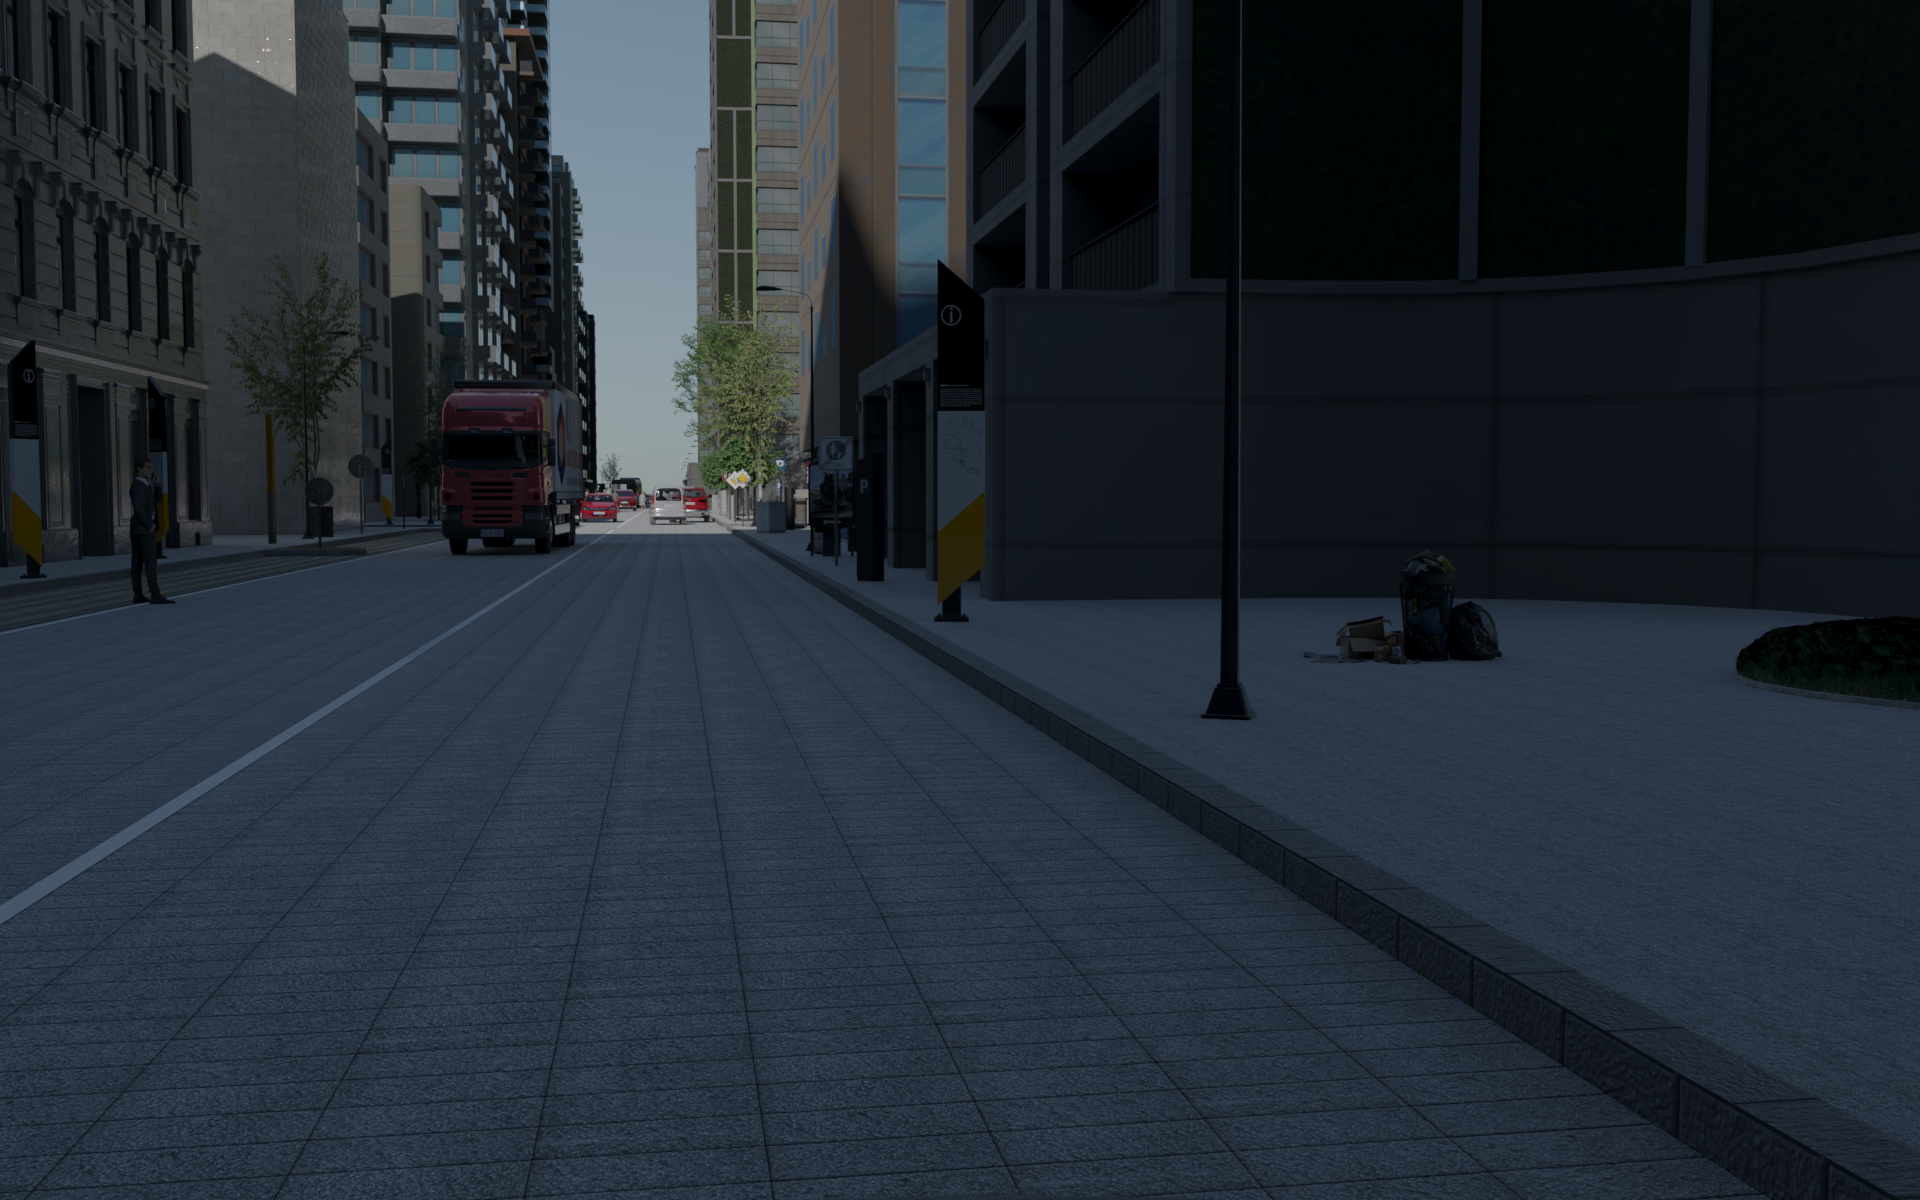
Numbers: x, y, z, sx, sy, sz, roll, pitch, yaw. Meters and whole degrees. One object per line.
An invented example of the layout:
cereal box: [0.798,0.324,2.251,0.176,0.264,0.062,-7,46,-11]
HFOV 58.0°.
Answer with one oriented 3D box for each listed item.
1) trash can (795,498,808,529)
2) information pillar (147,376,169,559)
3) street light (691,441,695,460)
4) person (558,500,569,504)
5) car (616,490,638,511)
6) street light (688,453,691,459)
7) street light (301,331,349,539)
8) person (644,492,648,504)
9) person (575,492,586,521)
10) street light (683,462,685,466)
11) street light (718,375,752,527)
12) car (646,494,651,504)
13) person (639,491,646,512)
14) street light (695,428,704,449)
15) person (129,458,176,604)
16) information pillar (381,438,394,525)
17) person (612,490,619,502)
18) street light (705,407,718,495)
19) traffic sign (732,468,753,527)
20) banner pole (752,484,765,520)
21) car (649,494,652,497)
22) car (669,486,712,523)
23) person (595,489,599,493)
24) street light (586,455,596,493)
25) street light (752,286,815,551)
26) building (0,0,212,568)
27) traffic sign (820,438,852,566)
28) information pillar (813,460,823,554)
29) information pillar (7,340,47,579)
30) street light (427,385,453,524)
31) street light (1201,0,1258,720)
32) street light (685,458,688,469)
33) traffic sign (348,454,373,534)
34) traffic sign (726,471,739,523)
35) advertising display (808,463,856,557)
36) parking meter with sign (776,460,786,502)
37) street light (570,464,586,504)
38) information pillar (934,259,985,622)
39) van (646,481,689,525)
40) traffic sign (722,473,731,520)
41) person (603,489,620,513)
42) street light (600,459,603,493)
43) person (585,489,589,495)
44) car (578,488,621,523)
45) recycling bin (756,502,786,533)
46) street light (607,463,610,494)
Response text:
trash can: [-5.996,-3.231,64.485,0.748,1.137,0.748,0,3,0]
information pillar: [-15.851,-2.622,34.228,0.504,3.616,0.183,2,4,35]
street light: [-22.312,-10.841,149.795,1.470,5.913,1.316,-1,4,-9]
person: [-17.856,-4.218,77.633,0.590,1.801,0.661,3,5,42]
car: [-28.121,-8.340,145.037,2.281,1.827,5.304,-1,4,-11]
street light: [-25.144,-11.868,166.574,1.470,5.913,1.316,-1,4,-9]
street light: [-18.039,-4.691,49.245,1.470,5.913,1.316,-1,4,-9]
person: [-44.436,-14.385,244.244,0.990,1.755,0.434,1,4,16]
person: [-19.978,-5.083,91.392,0.659,1.850,0.755,-1,4,-19]
street light: [-34.877,-15.404,224.398,1.470,5.913,1.316,-1,4,-9]
street light: [-8.602,-5.825,67.784,1.470,5.913,1.316,-1,4,-9]
car: [-47.005,-15.069,258.170,2.131,1.459,4.920,-1,4,-11]
person: [-24.781,-7.692,135.269,0.512,1.701,0.522,0,4,-6]
street light: [-17.616,-9.094,121.229,1.470,5.913,1.316,-1,4,-9]
person: [-10.628,-0.908,22.709,0.474,1.900,0.648,-3,4,-38]
information pillar: [-24.073,-4.979,72.768,0.504,3.616,0.183,2,4,24]
person: [-27.633,-7.938,138.689,0.661,1.777,0.834,-1,4,-14]
street light: [-12.737,-7.334,92.445,1.470,5.913,1.316,-1,4,-9]
traffic sign: [-8.508,-3.927,67.848,0.795,2.450,0.064,-1,4,-9]
banner pole: [-9.915,-5.833,85.379,0.863,3.779,0.401,-3,5,-43]
car: [-54.062,-17.757,300.105,2.009,1.686,4.222,0,4,-8]
car: [-13.762,-4.862,88.173,2.281,1.827,5.304,-1,4,-8]
person: [-21.753,-5.805,104.248,0.643,1.720,0.563,1,4,14]
street light: [-44.010,-14.284,206.076,1.470,5.913,1.316,-1,4,-9]
street light: [-3.853,-4.054,38.820,1.470,5.913,1.316,-1,4,-9]
building: [-22.036,-11.279,33.556,9.793,20.994,18.267,-1,4,-9]
traffic sign: [-2.207,-1.758,30.866,0.606,2.300,0.079,0,4,-1]
information pillar: [-2.930,-1.988,37.001,0.304,2.012,0.304,2,4,24]
information pillar: [-14.125,-2.130,26.178,0.183,3.616,0.504,1,4,16]
street light: [-21.968,-6.177,73.541,1.470,5.913,1.316,-1,4,-9]
street light: [1.018,-2.274,9.719,1.470,5.913,1.316,-1,4,-9]
street light: [-29.900,-13.608,195.037,1.470,5.913,1.316,-1,4,-9]
traffic sign: [-19.247,-3.397,55.641,0.768,2.556,0.104,0,4,-8]
traffic sign: [-9.824,-4.409,75.725,0.795,2.450,0.064,-1,4,-9]
advertising display: [-2.637,-1.859,35.615,0.974,1.923,0.123,1,4,9]
parking meter with sign: [-9.176,-5.644,88.537,0.543,3.016,1.738,0,4,-5]
street light: [-39.407,-12.541,177.587,1.470,5.913,1.316,-1,4,-9]
information pillar: [-0.002,-1.589,17.340,0.504,3.616,0.183,0,4,3]
van: [-13.749,-4.553,81.453,2.013,2.044,4.112,-1,4,-11]
traffic sign: [-11.424,-5.252,85.981,0.768,2.556,0.104,0,4,-5]
person: [-26.612,-7.533,131.883,1.509,1.804,0.699,-2,4,-25]
street light: [-48.453,-15.849,231.673,1.470,5.913,1.316,-1,4,-9]
person: [-25.193,-6.645,117.330,0.511,1.800,0.466,1,4,18]
car: [-18.395,-4.850,88.344,2.155,1.783,4.494,-1,4,-11]
recycling bin: [-6.255,-2.737,57.297,0.722,1.027,0.722,-3,5,-43]
street light: [-53.189,-17.590,260.139,1.470,5.913,1.316,-1,4,-9]
